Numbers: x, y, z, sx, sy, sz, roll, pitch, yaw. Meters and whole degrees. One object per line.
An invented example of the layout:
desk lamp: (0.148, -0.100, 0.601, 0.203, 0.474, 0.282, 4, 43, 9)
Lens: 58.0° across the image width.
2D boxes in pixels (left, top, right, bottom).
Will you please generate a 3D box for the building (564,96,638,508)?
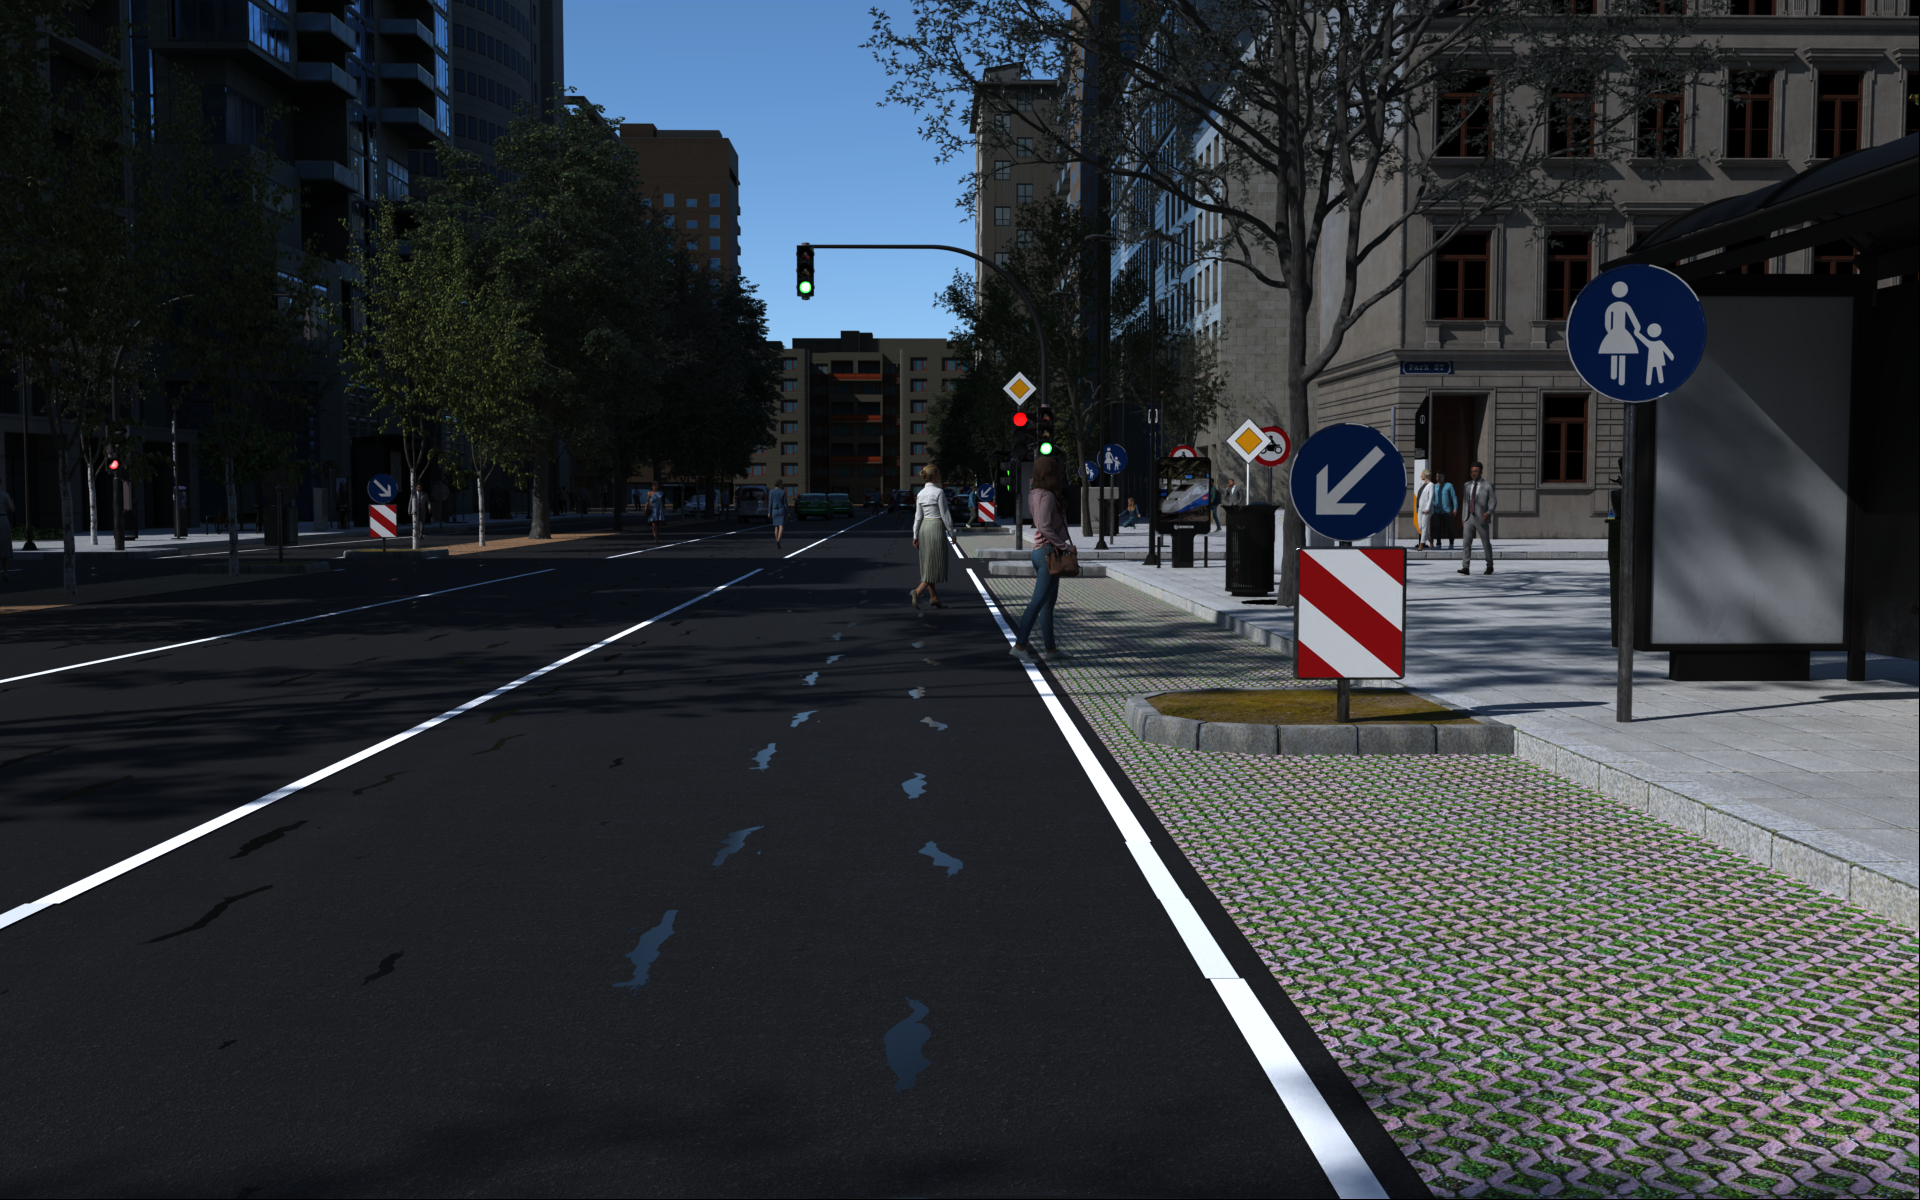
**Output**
building: (-44.361, -29.011, 166.216, 23.993, 40.220, 32.217, 0, 4, -1)

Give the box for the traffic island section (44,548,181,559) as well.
traffic island section: (-19.150, -1.050, 39.443, 2.009, 0.180, 2.903, 0, 4, -1)

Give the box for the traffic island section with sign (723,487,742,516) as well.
traffic island section with sign: (-14.521, -6.497, 114.356, 2.006, 1.907, 1.989, 0, 4, -1)

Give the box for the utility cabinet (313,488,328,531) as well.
utility cabinet: (-22.130, -3.139, 59.995, 0.318, 1.500, 1.173, -1, 4, -11)

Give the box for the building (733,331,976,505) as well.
building: (-12.902, -22.932, 219.981, 28.899, 21.520, 27.650, 0, 4, -1)

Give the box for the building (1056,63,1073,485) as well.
building: (21.035, -33.521, 167.677, 23.786, 49.044, 30.456, 0, 4, -1)

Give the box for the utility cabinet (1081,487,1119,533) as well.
utility cabinet: (4.499, -2.875, 55.684, 1.173, 1.500, 0.318, 0, 4, -4)

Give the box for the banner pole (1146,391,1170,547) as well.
banner pole: (4.798, -3.196, 42.271, 0.401, 3.779, 0.863, -2, 4, -30)

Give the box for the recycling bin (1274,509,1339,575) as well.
recycling bin: (5.500, -0.925, 27.679, 0.722, 1.027, 0.722, -3, 5, -43)

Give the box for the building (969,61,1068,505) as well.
building: (15.275, -38.594, 220.248, 27.495, 52.752, 28.713, 0, 4, -1)

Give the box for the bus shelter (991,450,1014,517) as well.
bus shelter: (2.684, -6.380, 95.600, 1.731, 3.624, 6.357, 0, 4, -1)

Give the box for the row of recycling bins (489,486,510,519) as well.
row of recycling bins: (-23.992, -5.085, 90.248, 1.069, 1.692, 3.534, -1, 4, -12)

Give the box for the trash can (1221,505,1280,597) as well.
trash can: (3.647, -0.619, 21.775, 0.748, 1.137, 0.748, 0, 3, 0)

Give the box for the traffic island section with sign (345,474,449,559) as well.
traffic island section with sign: (-12.869, -1.902, 39.236, 2.006, 1.907, 1.989, 0, 4, -1)

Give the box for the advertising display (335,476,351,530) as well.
advertising display: (-22.433, -3.533, 62.973, 0.123, 1.923, 0.974, -3, 5, -44)

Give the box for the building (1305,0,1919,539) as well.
building: (22.015, -13.289, 53.434, 21.152, 22.565, 11.583, 0, 4, -1)

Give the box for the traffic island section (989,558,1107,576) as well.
traffic island section: (1.561, -0.588, 31.902, 2.009, 0.180, 2.903, 0, 4, -1)

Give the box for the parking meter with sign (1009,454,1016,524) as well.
parking meter with sign: (2.679, -4.768, 74.218, 0.543, 3.016, 1.738, -1, 4, -22)

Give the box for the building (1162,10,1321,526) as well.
building: (15.378, -13.610, 77.272, 10.420, 20.320, 16.860, 0, 4, -1)

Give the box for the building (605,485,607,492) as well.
building: (-52.907, -36.151, 214.772, 21.600, 48.544, 21.300, 0, 4, -1)

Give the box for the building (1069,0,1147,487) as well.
building: (16.712, -30.290, 145.357, 14.600, 45.320, 14.200, 0, 4, -1)

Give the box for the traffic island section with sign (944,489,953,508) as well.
traffic island section with sign: (0.254, -5.102, 92.048, 1.989, 1.847, 2.006, 0, 4, -1)

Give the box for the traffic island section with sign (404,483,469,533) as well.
traffic island section with sign: (-19.364, -3.403, 64.262, 1.989, 1.847, 2.006, 0, 4, -1)

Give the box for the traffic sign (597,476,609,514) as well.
traffic sign: (-22.430, -6.650, 108.837, 0.768, 2.556, 0.104, 1, 4, 8)

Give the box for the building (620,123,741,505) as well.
building: (-34.622, -34.406, 212.654, 14.200, 45.320, 14.600, 0, 4, -1)

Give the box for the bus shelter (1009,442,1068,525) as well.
bus shelter: (3.107, -4.630, 69.622, 2.014, 3.302, 5.546, 0, 4, -1)

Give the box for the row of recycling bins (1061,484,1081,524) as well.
row of recycling bins: (4.755, -4.199, 75.764, 1.069, 1.692, 3.534, 0, 4, -4)

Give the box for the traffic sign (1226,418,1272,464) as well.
traffic sign: (5.011, -1.851, 29.995, 0.795, 2.593, 0.064, 0, 4, 2)

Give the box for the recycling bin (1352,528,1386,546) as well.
recycling bin: (7.154, -1.125, 30.955, 0.722, 1.027, 0.722, 2, 4, 35)

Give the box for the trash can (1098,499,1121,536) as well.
trash can: (4.573, -2.534, 53.090, 0.748, 1.137, 0.748, 0, 3, 0)

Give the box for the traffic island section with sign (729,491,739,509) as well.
traffic island section with sign: (-21.654, -9.812, 169.052, 1.989, 1.847, 2.006, 0, 4, -1)

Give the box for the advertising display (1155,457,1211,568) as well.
advertising display: (3.871, -1.520, 30.062, 0.974, 1.923, 0.123, -1, 4, -10)

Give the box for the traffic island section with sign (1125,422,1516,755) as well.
traffic island section with sign: (2.034, -0.108, 10.395, 1.989, 1.847, 2.006, 0, 4, -1)

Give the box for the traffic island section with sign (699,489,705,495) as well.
traffic island section with sign: (-21.056, -8.131, 141.568, 1.989, 1.847, 2.006, 0, 4, -1)

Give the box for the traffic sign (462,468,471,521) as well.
traffic sign: (-23.876, -5.084, 83.233, 0.768, 2.556, 0.104, 0, 4, 4)

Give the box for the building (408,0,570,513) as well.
building: (-42.416, -35.786, 127.103, 21.231, 58.520, 28.212, 0, 4, -1)

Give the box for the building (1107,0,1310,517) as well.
building: (15.697, -19.743, 100.286, 11.434, 29.767, 29.804, 0, 4, -1)

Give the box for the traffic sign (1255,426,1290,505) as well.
traffic sign: (5.779, -1.968, 32.289, 0.768, 2.556, 0.104, 0, 4, 6)

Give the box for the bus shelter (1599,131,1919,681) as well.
bus shelter: (5.498, -0.942, 9.328, 2.014, 3.302, 5.546, 0, 4, -1)

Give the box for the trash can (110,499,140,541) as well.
trash can: (-22.963, -2.202, 47.663, 0.748, 1.137, 0.748, 0, 3, 0)

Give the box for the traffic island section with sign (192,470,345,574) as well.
traffic island section with sign: (-12.717, -1.449, 31.830, 2.006, 1.907, 1.989, 0, 4, -1)

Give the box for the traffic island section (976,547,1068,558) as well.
traffic island section: (1.387, -1.077, 39.886, 2.009, 0.180, 2.903, 0, 4, -1)

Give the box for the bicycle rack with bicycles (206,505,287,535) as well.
bicycle rack with bicycles: (-22.903, -2.585, 55.649, 2.852, 0.926, 2.925, -1, 4, -11)

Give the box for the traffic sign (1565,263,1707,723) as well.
traffic sign: (3.742, -0.586, 9.681, 0.768, 2.556, 0.104, 0, 4, 3)

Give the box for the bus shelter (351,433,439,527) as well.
bus shelter: (-22.757, -4.812, 69.965, 1.731, 3.624, 6.357, 0, 4, -1)

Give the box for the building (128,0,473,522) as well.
building: (-40.089, -47.718, 92.867, 22.319, 86.520, 31.000, 0, 4, -1)

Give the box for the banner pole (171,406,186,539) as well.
banner pole: (-22.365, -3.630, 49.364, 0.401, 3.779, 0.863, -2, 4, -33)

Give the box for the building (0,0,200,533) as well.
building: (-39.280, -38.003, 59.603, 20.563, 71.187, 20.611, 0, 4, -1)

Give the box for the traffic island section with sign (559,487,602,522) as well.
traffic island section with sign: (-19.955, -5.051, 91.211, 1.989, 1.847, 2.006, 0, 4, -1)

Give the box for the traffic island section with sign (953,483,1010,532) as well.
traffic island section with sign: (0.848, -3.454, 65.099, 1.989, 1.847, 2.006, 0, 4, -1)
